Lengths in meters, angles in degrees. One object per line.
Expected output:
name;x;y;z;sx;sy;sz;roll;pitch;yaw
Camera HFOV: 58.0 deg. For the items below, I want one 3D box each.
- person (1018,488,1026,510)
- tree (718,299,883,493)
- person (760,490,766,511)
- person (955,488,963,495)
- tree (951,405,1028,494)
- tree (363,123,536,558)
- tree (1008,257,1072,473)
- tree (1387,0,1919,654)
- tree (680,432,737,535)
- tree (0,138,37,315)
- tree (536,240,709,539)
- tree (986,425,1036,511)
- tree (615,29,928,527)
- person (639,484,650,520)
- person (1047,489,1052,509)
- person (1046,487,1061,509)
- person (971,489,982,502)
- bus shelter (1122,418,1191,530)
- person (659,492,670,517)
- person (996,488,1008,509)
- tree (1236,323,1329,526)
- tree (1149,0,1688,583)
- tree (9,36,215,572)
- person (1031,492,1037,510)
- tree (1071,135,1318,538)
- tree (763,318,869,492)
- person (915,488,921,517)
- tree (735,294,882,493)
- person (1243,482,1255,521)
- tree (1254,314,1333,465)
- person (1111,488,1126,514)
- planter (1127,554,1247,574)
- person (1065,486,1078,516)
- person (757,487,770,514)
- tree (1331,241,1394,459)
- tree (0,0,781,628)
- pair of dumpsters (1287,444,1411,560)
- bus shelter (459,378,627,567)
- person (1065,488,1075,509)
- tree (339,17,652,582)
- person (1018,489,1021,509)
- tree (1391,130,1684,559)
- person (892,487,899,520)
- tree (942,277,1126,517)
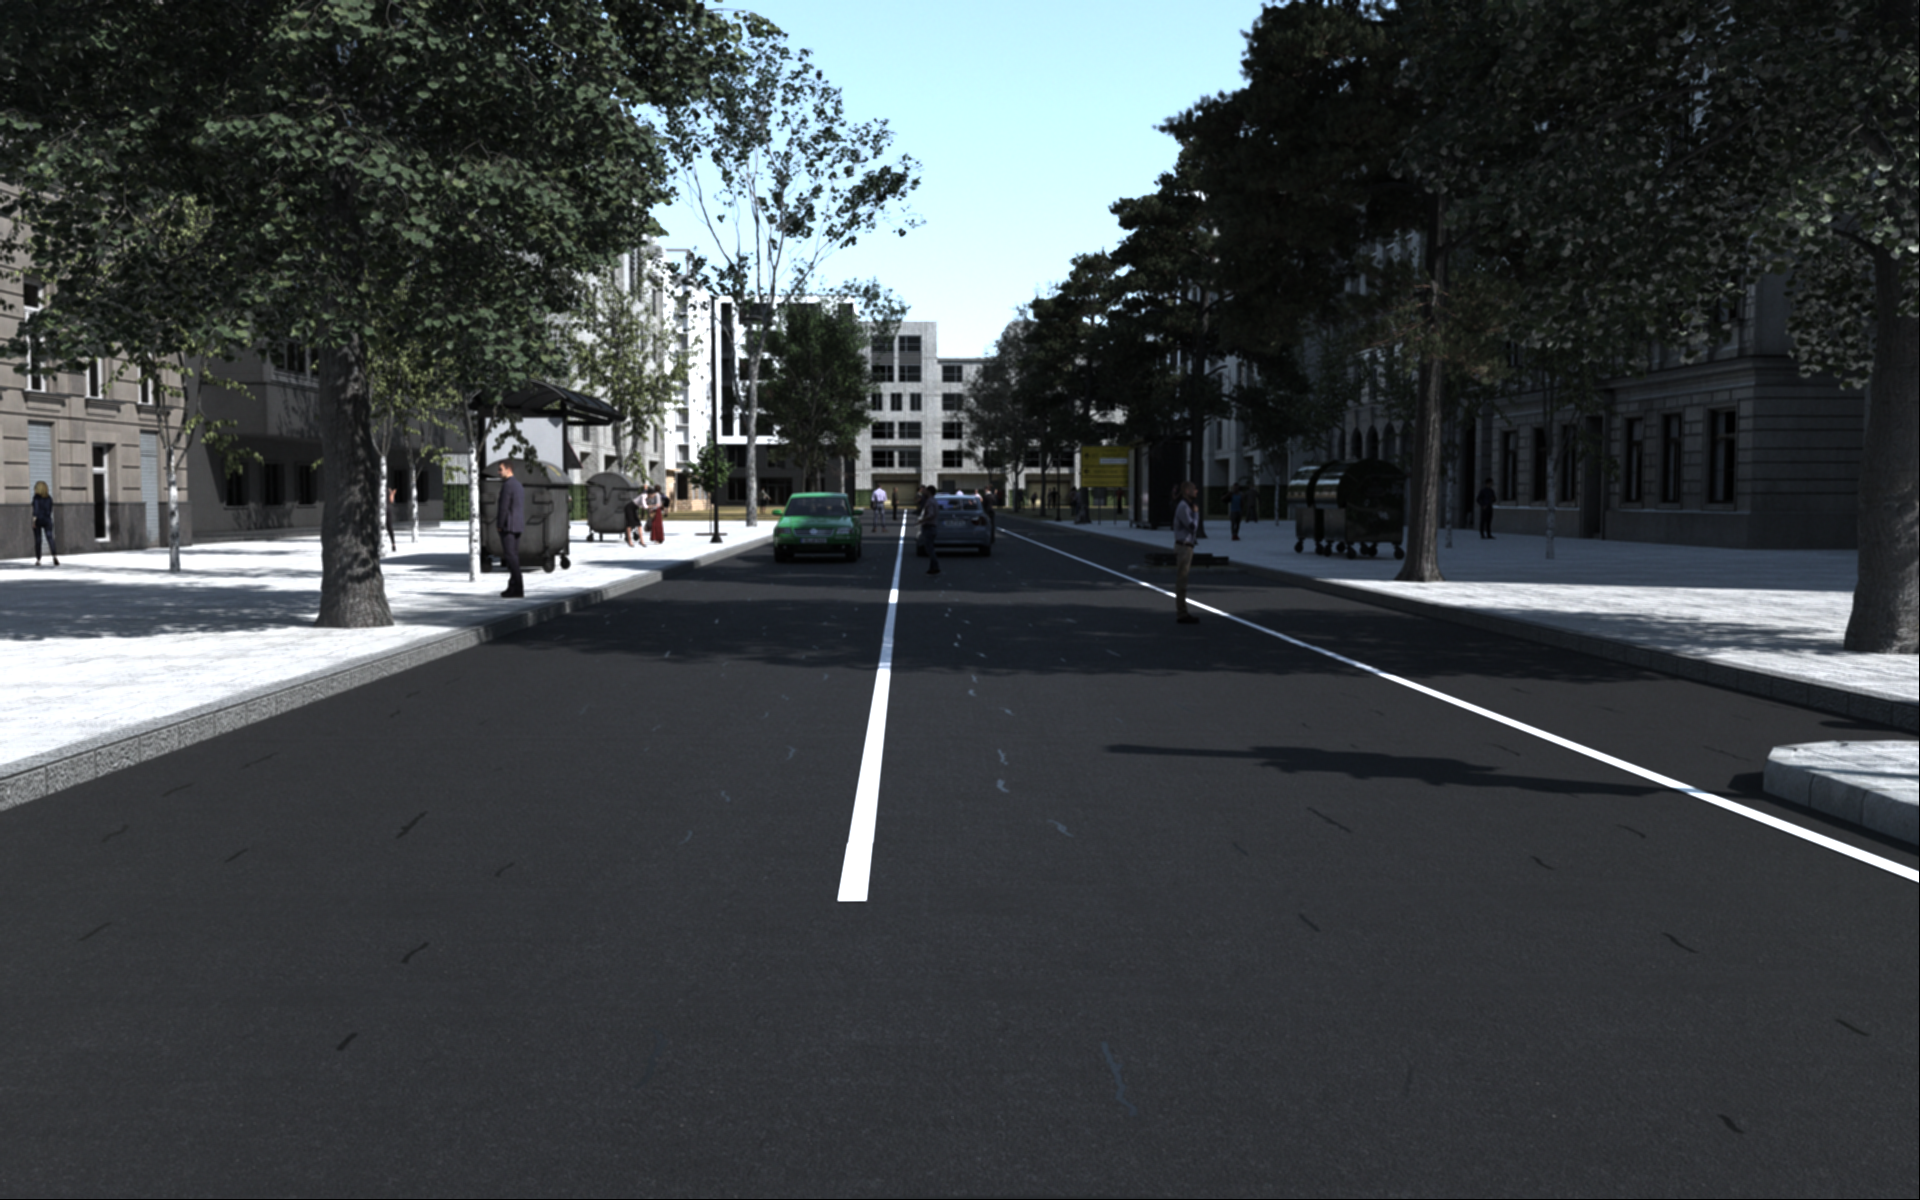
person;5.135;-8.324;142.587;0.683;1.767;0.568;-3;5;-42
tree;-7.723;-9.125;83.602;8.767;10.594;7.601;0;4;5
person;-14.710;-7.423;128.882;0.593;1.643;0.415;0;4;6
person;-0.071;-6.420;113.339;0.709;1.838;0.599;-1;4;-13
tree;2.987;-13.615;157.016;8.767;10.594;7.601;3;4;37
tree;-11.690;-5.181;35.067;4.737;8.622;4.395;0;3;0
tree;5.495;-9.413;75.961;6.751;12.117;7.091;0;3;0
tree;7.724;-6.554;13.817;9.857;13.997;8.962;0;3;0
tree;-7.924;-3.637;54.065;1.663;3.219;1.824;0;3;0
tree;-14.249;-4.405;22.388;4.360;8.622;3.978;0;3;0
tree;-9.499;-6.078;49.743;4.737;8.622;4.395;0;3;0
tree;4.064;-11.153;132.710;4.737;8.622;4.395;0;3;0
tree;-7.127;-13.014;68.662;12.611;20.169;13.585;0;3;0
person;-15.506;-4.823;85.452;0.990;1.755;0.434;1;4;11
person;7.875;-8.690;148.650;0.750;1.759;0.617;0;4;-1
person;7.951;-8.611;146.458;1.348;1.869;0.705;-1;4;-22
person;0.830;-5.222;94.810;0.756;1.711;0.436;0;4;6
bus shelter;7.416;-5.374;65.502;2.179;5.291;8.768;0;4;-2
person;-16.694;-5.404;97.626;0.697;1.427;0.421;1;4;23
person;3.427;-8.689;148.051;1.348;1.831;0.705;0;4;-3
tree;12.792;-7.297;69.675;4.360;8.622;3.978;0;3;0
tree;7.096;-7.196;25.072;7.806;13.903;7.818;0;3;0
tree;-12.915;-4.752;28.057;4.737;8.622;4.395;0;3;0
person;5.793;-7.701;135.188;0.421;1.427;0.697;-1;4;-20
tree;6.880;-7.830;50.078;6.751;12.117;7.091;0;3;0
tree;-8.551;-11.081;103.225;6.751;12.117;7.091;0;3;0
person;-2.493;-6.004;106.671;0.705;1.824;1.348;-2;4;-31
tree;-7.965;-10.139;91.531;9.928;11.665;9.643;0;3;0
person;13.720;-4.672;82.291;0.599;1.838;0.709;0;4;-5
tree;13.369;-6.953;64.038;4.737;8.622;4.395;0;3;0
person;10.151;-6.387;110.404;0.705;1.831;1.348;-3;5;-39
planter;4.148;-0.675;32.173;1.991;0.319;1.994;0;4;-2
person;6.650;-5.786;101.361;1.217;1.736;0.721;-2;4;-34
person;-12.899;-6.535;113.686;1.217;1.735;0.721;3;5;39
tree;11.840;-5.540;40.941;4.737;8.622;4.395;0;3;0
tree;-5.878;-6.708;16.325;9.857;13.997;8.962;0;3;0
pair of dumpsters;8.013;-2.041;35.863;1.574;2.255;4.436;0;4;-2
bus shelter;-7.739;-2.378;32.805;2.014;3.302;5.546;0;4;-2
person;9.922;-8.979;152.866;1.348;1.823;0.705;0;4;2
tree;-6.882;-4.575;25.161;4.360;8.622;3.978;0;3;0
person;5.112;-8.760;149.993;0.721;1.735;1.217;2;4;30
tree;11.839;-5.108;33.875;4.737;8.622;4.395;0;3;0
person;-3.517;-5.260;94.634;0.705;1.807;1.348;0;4;-6
tree;4.830;-11.456;97.681;12.009;13.543;11.850;0;3;0
